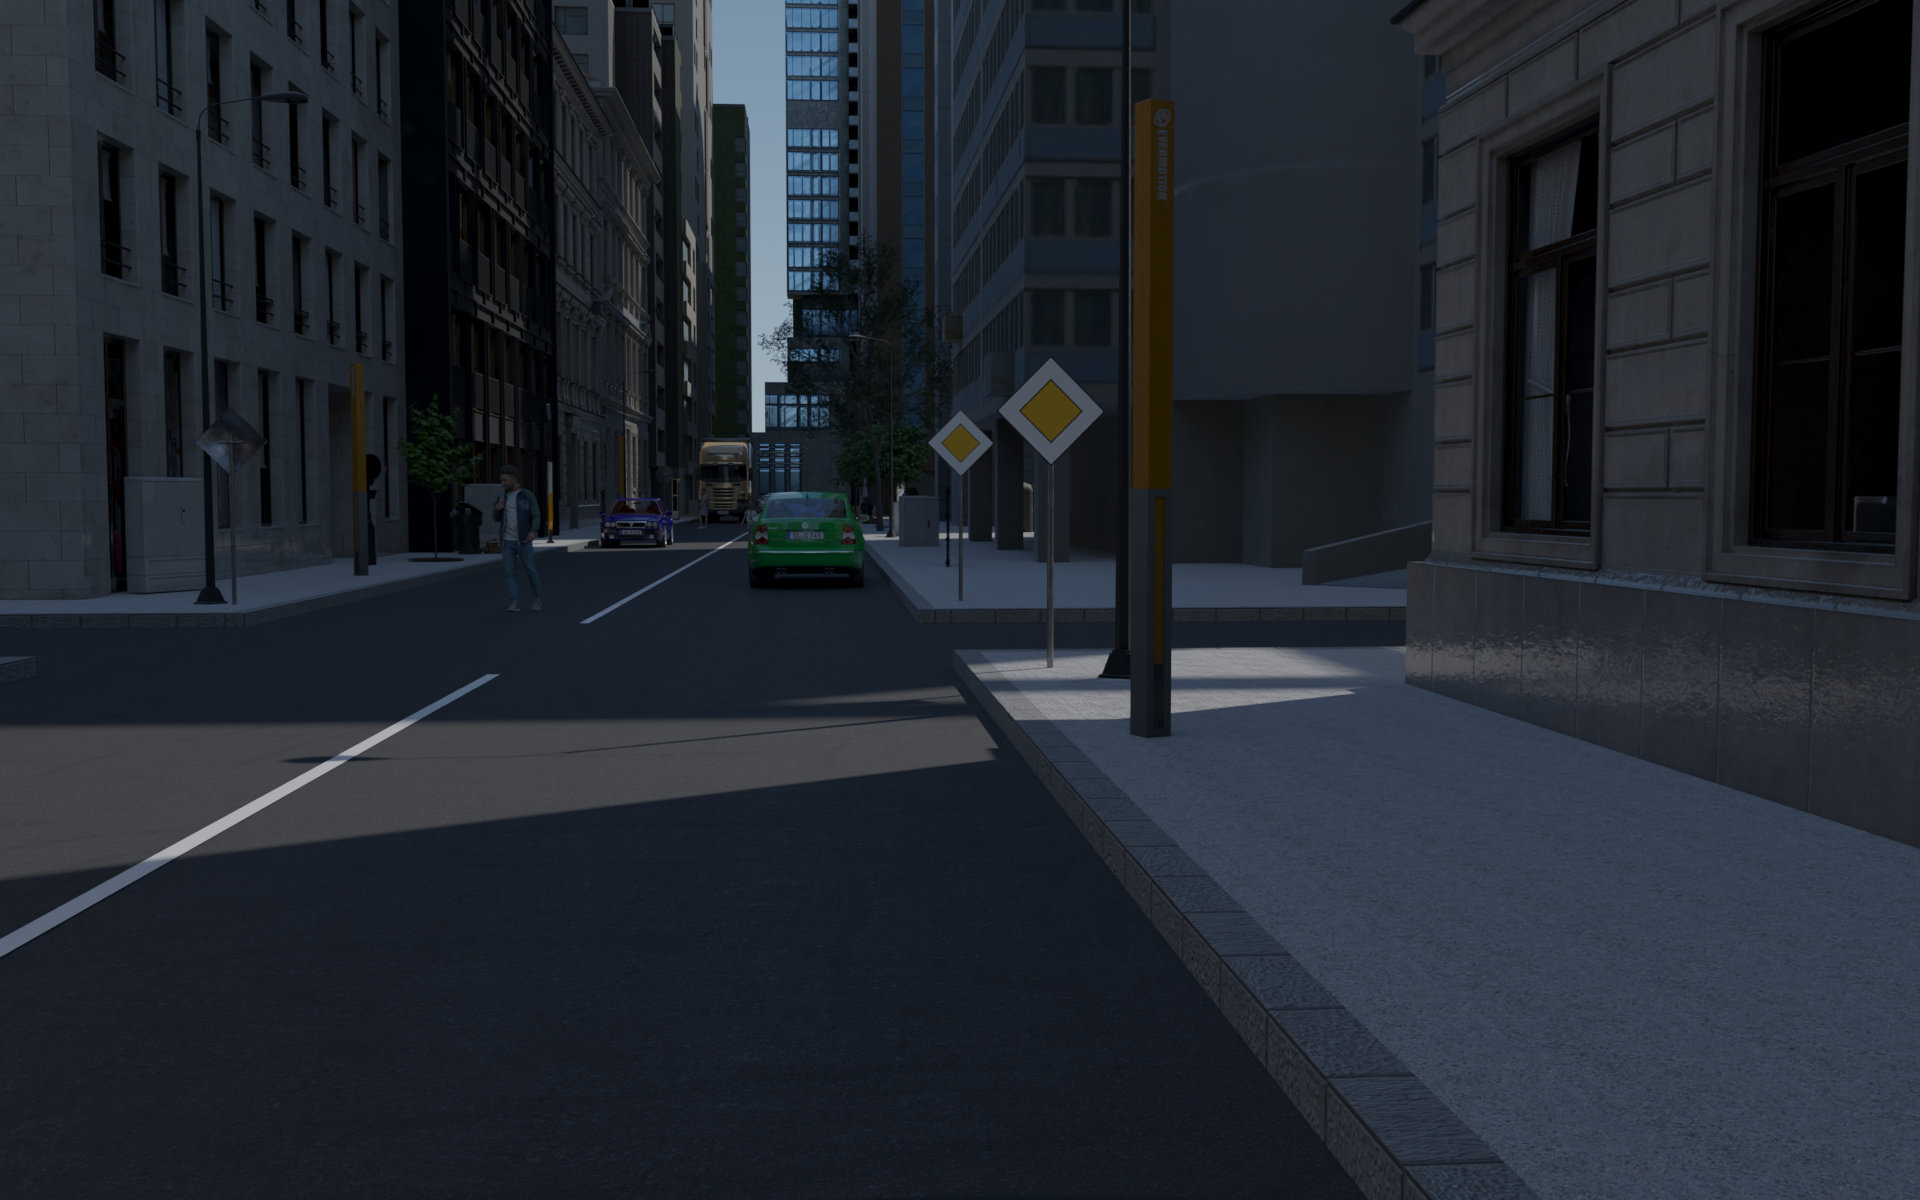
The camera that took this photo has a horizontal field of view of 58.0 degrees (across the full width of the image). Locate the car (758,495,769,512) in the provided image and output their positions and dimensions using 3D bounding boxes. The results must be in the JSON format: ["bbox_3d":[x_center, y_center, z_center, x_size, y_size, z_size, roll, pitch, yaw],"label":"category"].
[{"bbox_3d":[-15.280,-7.813,140.109,2.083,1.381,4.827,0,4,-5],"label":"car"}]

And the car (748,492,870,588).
[{"bbox_3d":[-2.429,-1.172,27.956,1.959,1.807,4.718,0,4,-3],"label":"car"}]

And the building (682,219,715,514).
[{"bbox_3d":[-32.126,-16.951,122.190,27.650,21.520,28.899,0,4,-5],"label":"building"}]

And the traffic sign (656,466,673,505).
[{"bbox_3d":[-13.266,-4.747,77.715,0.768,2.556,0.104,0,4,-1],"label":"traffic sign"}]

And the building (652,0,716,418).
[{"bbox_3d":[-35.588,-34.487,153.098,27.495,52.752,28.713,0,4,-5],"label":"building"}]

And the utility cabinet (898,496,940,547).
[{"bbox_3d":[-0.997,-1.911,42.404,1.020,1.237,0.306,-2,4,-35],"label":"utility cabinet"}]

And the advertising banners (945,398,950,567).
[{"bbox_3d":[-0.212,-2.144,31.240,0.090,3.025,2.074,0,4,0],"label":"advertising banners"}]

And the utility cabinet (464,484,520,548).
[{"bbox_3d":[-10.343,-1.814,38.331,1.173,1.500,0.318,0,4,7],"label":"utility cabinet"}]

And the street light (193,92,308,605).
[{"bbox_3d":[-8.224,-2.910,20.116,1.470,5.913,1.316,0,4,-5],"label":"street light"}]

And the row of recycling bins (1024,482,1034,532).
[{"bbox_3d":[2.828,-3.195,59.350,1.069,1.692,3.534,3,4,38],"label":"row of recycling bins"}]

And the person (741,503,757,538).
[{"bbox_3d":[-5.429,-1.905,44.654,0.505,1.210,0.382,1,4,17],"label":"person"}]

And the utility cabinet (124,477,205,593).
[{"bbox_3d":[-10.334,-0.854,22.649,0.318,1.500,1.173,1,4,18],"label":"utility cabinet"}]

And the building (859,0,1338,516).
[{"bbox_3d":[8.672,-26.794,129.967,32.217,40.220,23.993,0,4,-5],"label":"building"}]

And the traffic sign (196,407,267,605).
[{"bbox_3d":[-8.412,-1.002,20.025,0.795,2.450,0.064,0,4,-5],"label":"traffic sign"}]

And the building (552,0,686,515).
[{"bbox_3d":[-23.770,-20.145,101.068,14.160,30.474,14.107,0,4,-5],"label":"building"}]

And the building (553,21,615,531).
[{"bbox_3d":[-18.764,-12.082,62.165,10.561,19.102,19.286,0,4,-5],"label":"building"}]

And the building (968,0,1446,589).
[{"bbox_3d":[12.142,-21.159,37.836,23.993,40.220,32.217,0,4,-5],"label":"building"}]

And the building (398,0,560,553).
[{"bbox_3d":[-17.867,-13.140,44.522,12.332,23.373,15.834,0,4,-5],"label":"building"}]

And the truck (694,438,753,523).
[{"bbox_3d":[-11.984,-6.122,89.011,2.839,4.237,11.283,0,4,-6],"label":"truck"}]

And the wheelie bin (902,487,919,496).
[{"bbox_3d":[-2.376,-4.581,82.807,0.980,1.594,0.693,-3,5,-39],"label":"wheelie bin"}]

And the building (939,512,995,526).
[{"bbox_3d":[9.273,-33.011,81.735,21.231,58.520,28.212,0,4,-5],"label":"building"}]

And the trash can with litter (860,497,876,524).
[{"bbox_3d":[-3.813,-3.834,74.073,0.624,1.170,1.055,-3,5,-39],"label":"trash can with litter"}]

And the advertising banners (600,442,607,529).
[{"bbox_3d":[-12.264,-3.877,59.575,0.090,3.025,2.074,-1,4,-16],"label":"advertising banners"}]

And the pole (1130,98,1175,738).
[{"bbox_3d":[1.012,-0.933,9.105,0.158,3.312,0.155,0,3,0],"label":"pole"}]

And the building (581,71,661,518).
[{"bbox_3d":[-20.897,-15.044,82.132,11.583,22.565,21.152,0,4,-5],"label":"building"}]

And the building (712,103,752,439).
[{"bbox_3d":[-29.373,-30.639,184.548,14.086,41.232,14.154,0,4,-5],"label":"building"}]

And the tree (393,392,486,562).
[{"bbox_3d":[-9.899,-2.354,33.084,1.663,3.219,1.824,0,3,0],"label":"tree"}]

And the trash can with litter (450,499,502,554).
[{"bbox_3d":[-10.332,-1.574,37.128,1.055,1.170,0.624,-3,5,-40],"label":"trash can with litter"}]

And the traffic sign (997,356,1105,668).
[{"bbox_3d":[0.662,-0.556,12.738,0.795,2.450,0.064,0,4,-5],"label":"traffic sign"}]

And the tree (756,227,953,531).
[{"bbox_3d":[-2.783,-7.683,60.034,8.767,10.594,7.601,0,4,-7],"label":"tree"}]

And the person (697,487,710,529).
[{"bbox_3d":[-10.503,-3.763,71.033,0.522,1.701,0.512,0,4,4],"label":"person"}]

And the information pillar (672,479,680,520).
[{"bbox_3d":[-13.857,-4.890,84.447,0.304,2.012,0.304,0,4,5],"label":"information pillar"}]

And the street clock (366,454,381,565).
[{"bbox_3d":[-10.671,-1.629,31.210,0.358,2.002,0.471,2,4,30],"label":"street clock"}]

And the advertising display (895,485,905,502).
[{"bbox_3d":[-3.247,-5.399,93.491,0.123,1.923,0.974,2,4,24],"label":"advertising display"}]

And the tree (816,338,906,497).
[{"bbox_3d":[-4.490,-7.928,79.987,4.360,8.622,3.978,0,3,0],"label":"tree"}]

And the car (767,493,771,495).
[{"bbox_3d":[-15.846,-8.427,147.374,1.945,1.707,3.694,0,4,-4],"label":"car"}]

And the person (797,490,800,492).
[{"bbox_3d":[-10.754,-6.527,116.016,0.445,1.727,0.742,3,5,41],"label":"person"}]

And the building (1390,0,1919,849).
[{"bbox_3d":[8.452,-8.433,2.512,10.561,19.102,19.286,0,4,-5],"label":"building"}]

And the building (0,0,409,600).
[{"bbox_3d":[-16.499,-10.618,28.356,10.420,20.320,16.860,0,4,-5],"label":"building"}]

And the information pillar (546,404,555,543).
[{"bbox_3d":[-10.670,-3.284,45.040,0.183,3.616,0.504,-1,4,-17],"label":"information pillar"}]

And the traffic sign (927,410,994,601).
[{"bbox_3d":[0.006,-1.043,20.696,0.795,2.450,0.064,0,4,-5],"label":"traffic sign"}]

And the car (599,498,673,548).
[{"bbox_3d":[-8.832,-2.134,47.467,1.945,1.354,3.894,0,4,-5],"label":"car"}]

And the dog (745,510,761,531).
[{"bbox_3d":[-8.160,-3.088,67.320,0.800,0.831,0.513,1,4,9],"label":"dog"}]

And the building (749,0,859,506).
[{"bbox_3d":[-7.301,-53.647,189.800,31.000,86.520,22.319,0,4,-5],"label":"building"}]

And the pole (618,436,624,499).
[{"bbox_3d":[-11.868,-4.086,60.653,0.158,3.312,0.155,0,3,0],"label":"pole"}]

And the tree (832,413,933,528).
[{"bbox_3d":[-2.558,-5.081,66.782,4.285,4.588,4.351,0,3,0],"label":"tree"}]

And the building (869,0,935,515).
[{"bbox_3d":[1.365,-28.133,110.086,14.600,45.320,14.200,0,4,-5],"label":"building"}]

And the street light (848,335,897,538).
[{"bbox_3d":[-2.572,-4.784,50.765,1.470,5.913,1.316,0,4,-5],"label":"street light"}]

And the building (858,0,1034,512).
[{"bbox_3d":[1.322,-37.569,156.256,21.231,58.520,28.212,0,4,-5],"label":"building"}]

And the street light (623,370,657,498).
[{"bbox_3d":[-12.024,-5.648,64.878,1.470,5.913,1.316,0,4,-5],"label":"street light"}]

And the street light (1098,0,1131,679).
[{"bbox_3d":[0.602,-2.409,11.935,1.470,5.913,1.316,0,4,-5],"label":"street light"}]

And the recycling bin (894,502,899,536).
[{"bbox_3d":[-1.627,-2.467,52.887,0.722,1.027,0.722,0,4,6],"label":"recycling bin"}]

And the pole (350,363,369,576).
[{"bbox_3d":[-9.425,-2.038,27.164,0.158,3.312,0.155,0,3,0],"label":"pole"}]

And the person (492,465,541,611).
[{"bbox_3d":[-5.435,-0.757,21.224,0.623,1.781,0.721,0,4,-3],"label":"person"}]
